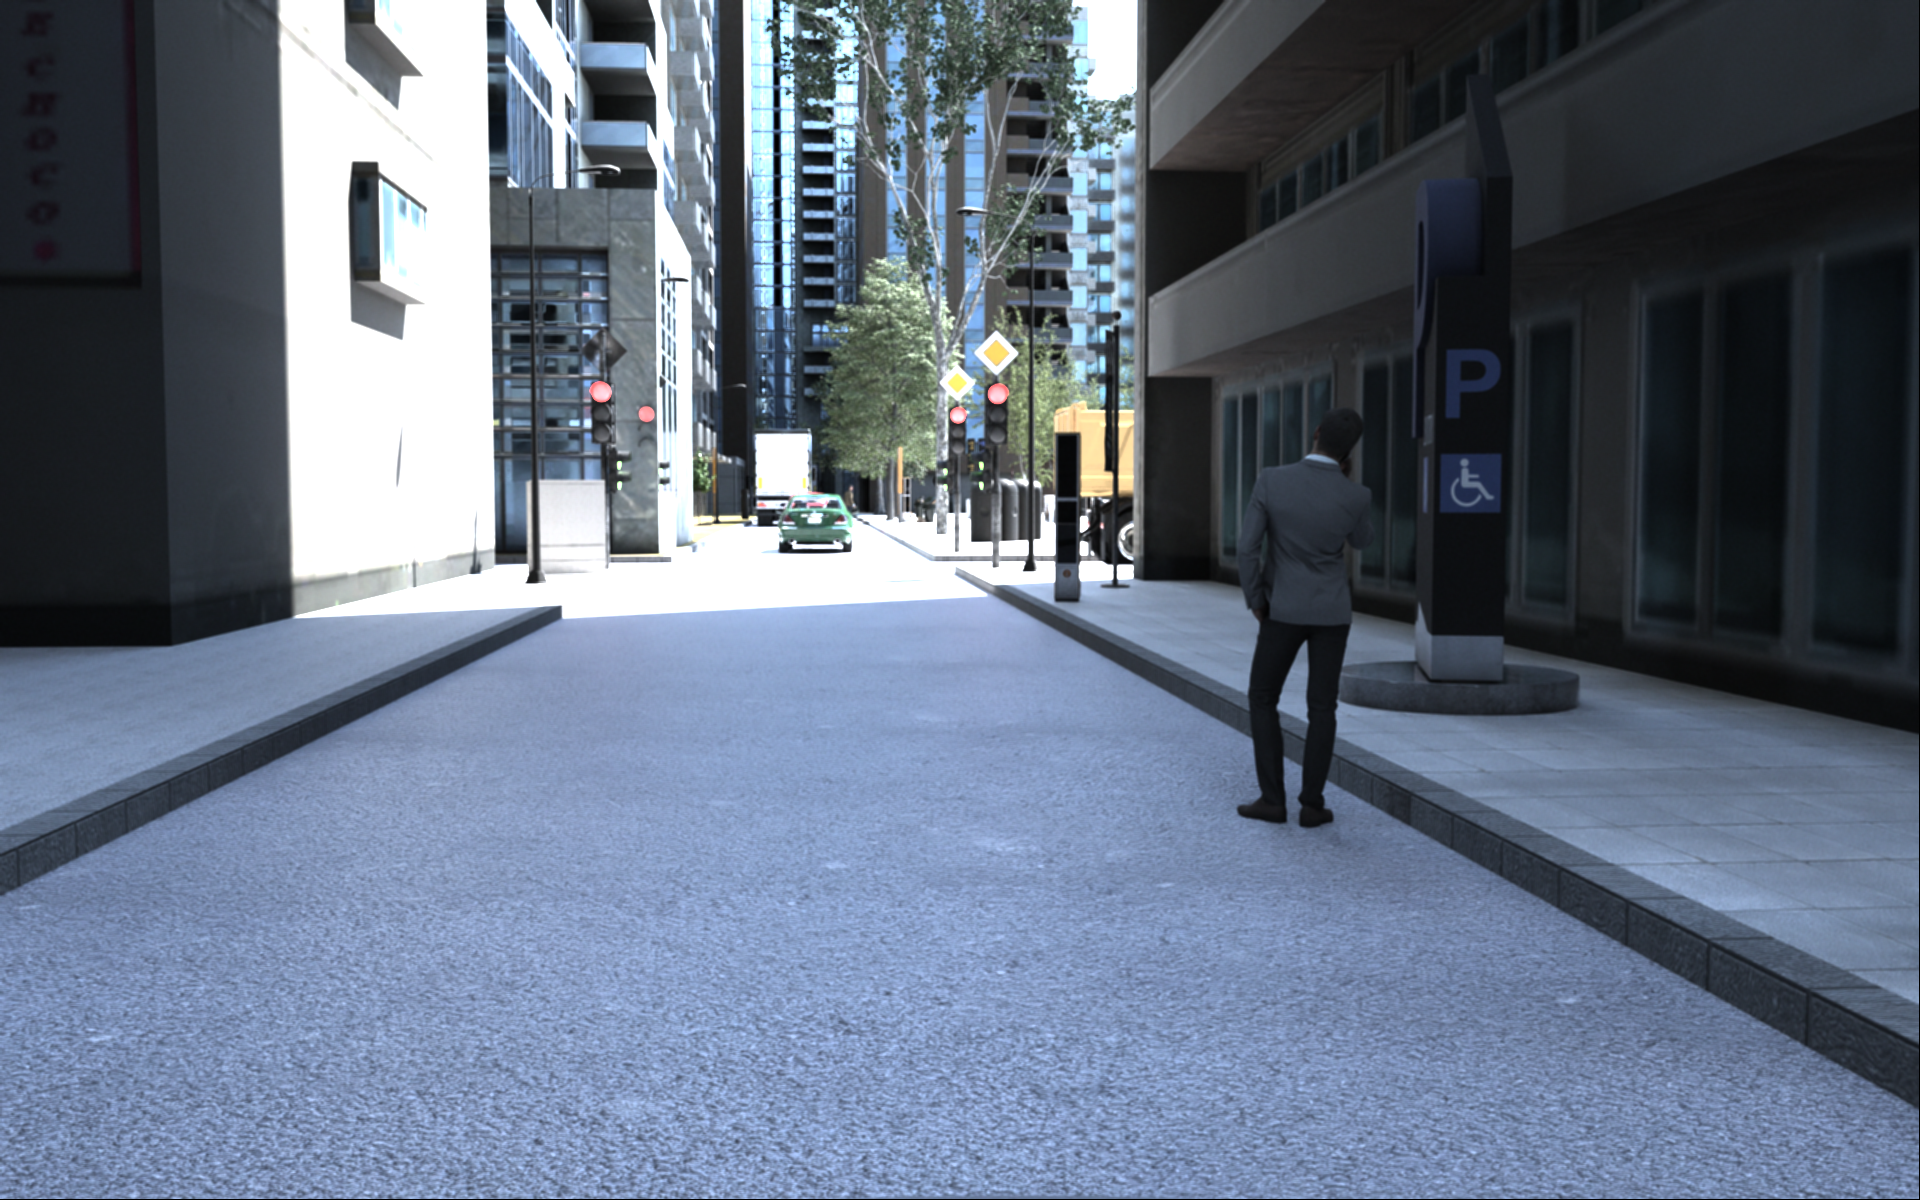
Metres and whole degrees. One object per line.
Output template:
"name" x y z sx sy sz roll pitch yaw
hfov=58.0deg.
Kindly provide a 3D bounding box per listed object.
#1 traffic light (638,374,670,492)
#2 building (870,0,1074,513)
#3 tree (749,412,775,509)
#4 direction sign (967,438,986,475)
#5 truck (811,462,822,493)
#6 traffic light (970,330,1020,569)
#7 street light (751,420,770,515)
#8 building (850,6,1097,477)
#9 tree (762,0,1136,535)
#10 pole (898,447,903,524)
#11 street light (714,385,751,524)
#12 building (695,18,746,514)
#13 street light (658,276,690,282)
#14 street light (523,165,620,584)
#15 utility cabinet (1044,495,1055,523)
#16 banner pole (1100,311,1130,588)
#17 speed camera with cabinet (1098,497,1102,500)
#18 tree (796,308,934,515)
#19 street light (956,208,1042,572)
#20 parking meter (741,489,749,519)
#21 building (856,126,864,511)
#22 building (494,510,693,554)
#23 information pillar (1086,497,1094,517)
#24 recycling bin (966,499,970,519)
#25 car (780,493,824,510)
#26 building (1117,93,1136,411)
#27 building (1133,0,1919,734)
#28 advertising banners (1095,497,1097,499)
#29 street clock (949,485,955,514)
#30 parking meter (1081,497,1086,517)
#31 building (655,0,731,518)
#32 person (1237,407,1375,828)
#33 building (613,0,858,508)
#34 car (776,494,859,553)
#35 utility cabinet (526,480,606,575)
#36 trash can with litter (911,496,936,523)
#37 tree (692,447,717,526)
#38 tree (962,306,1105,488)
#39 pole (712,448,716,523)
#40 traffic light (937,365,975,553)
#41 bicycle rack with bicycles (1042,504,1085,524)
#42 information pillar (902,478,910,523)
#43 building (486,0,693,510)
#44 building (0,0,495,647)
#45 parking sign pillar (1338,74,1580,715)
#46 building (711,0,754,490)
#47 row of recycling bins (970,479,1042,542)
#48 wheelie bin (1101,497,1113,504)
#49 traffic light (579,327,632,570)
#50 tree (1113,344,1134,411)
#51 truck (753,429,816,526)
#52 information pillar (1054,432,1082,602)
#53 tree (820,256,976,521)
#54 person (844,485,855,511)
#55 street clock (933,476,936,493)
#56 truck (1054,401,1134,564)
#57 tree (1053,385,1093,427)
"traffic light" -6.667 -2.951 37.163 0.839 4.253 0.868 0 4 -5
"building" -0.092 -28.878 122.260 14.600 45.320 14.200 0 4 -5
"tree" -18.796 -12.809 159.791 4.737 8.622 4.395 0 3 0
"direction sign" 0.676 -4.809 70.624 0.876 3.537 0.379 2 4 33
"truck" -13.973 -10.253 156.555 2.839 4.237 11.283 0 4 -4
"traffic light" 0.601 -2.499 29.785 0.839 4.253 0.868 0 4 -5
"street light" -12.586 -8.322 108.610 1.470 5.913 1.316 0 4 -5
"building" 0.977 -33.893 173.763 23.786 49.044 30.456 0 4 -5
"tree" 0.719 -12.057 53.029 12.611 20.169 13.585 0 3 0
"pole" -2.595 -4.961 74.949 0.158 3.312 0.155 0 3 0
"street light" -9.799 -6.185 73.662 1.470 5.913 1.316 0 4 -5
"building" -25.587 -41.702 120.080 20.563 71.187 20.611 0 4 -5
"street light" -6.462 -3.947 37.072 1.470 5.913 1.316 0 4 -5
"street light" -5.507 -3.184 24.597 1.470 5.913 1.316 0 4 -5
"utility cabinet" 4.150 -4.011 76.745 0.306 1.237 1.020 3 5 41
"banner pole" 2.065 -2.051 23.552 0.401 3.779 0.863 1 4 19
"speed camera with cabinet" 6.406 -4.709 71.330 0.660 3.252 2.038 3 4 36
"tree" -4.922 -11.514 105.264 9.611 12.733 9.660 0 3 0
"street light" 0.630 -3.410 28.294 1.470 5.913 1.316 0 4 -5
"parking meter" -10.999 -4.908 88.652 0.372 1.533 0.369 0 3 0
"building" -1.198 -22.330 136.797 14.160 30.474 14.107 0 4 -5
"building" -18.862 -45.025 48.837 22.319 86.520 31.000 0 4 -5
"information pillar" 6.912 -5.355 92.053 0.304 2.012 0.304 2 4 27
"recycling bin" 0.784 -4.631 88.265 0.722 1.027 0.722 2 4 28
"car" -5.480 -3.296 62.922 2.155 1.783 4.494 0 4 -3
"building" 21.516 -36.116 210.108 30.456 49.044 23.786 0 4 -5
"building" 14.148 -23.962 15.481 21.300 48.544 21.600 0 4 -5
"advertising banners" 8.173 -6.530 102.951 0.090 3.025 2.074 3 4 36
"street clock" -0.597 -6.607 112.590 0.471 2.002 0.358 -1 4 -15
"parking meter" 7.029 -5.633 97.815 0.255 1.863 0.399 3 5 44
"building" -24.202 -28.668 88.322 23.786 49.044 30.456 0 4 -5
"person" 1.493 0.069 7.548 0.592 1.802 0.473 1 4 20
"building" -23.579 -54.540 204.395 31.000 86.520 22.319 0 4 -5
"car" -3.604 -1.947 43.637 2.131 1.459 4.920 0 4 -3
"utility cabinet" -6.199 -1.137 27.264 1.173 1.500 0.318 -2 4 -29
"trash can with litter" -1.466 -3.951 75.985 0.624 1.170 1.055 3 5 40
"tree" -10.373 -4.579 69.464 1.663 3.219 1.824 0 3 0
"tree" 2.360 -7.125 66.851 4.737 8.622 4.395 0 3 0
"pole" -10.827 -5.052 76.437 0.158 3.312 0.155 0 3 0
"traffic light" -0.081 -2.986 37.741 0.839 4.253 0.868 0 4 -5
"bicycle rack with bicycles" 4.530 -4.093 80.301 2.852 0.926 2.925 -1 4 -21
"information pillar" -2.416 -4.459 77.397 0.304 2.012 0.304 -2 4 -30
"building" -35.319 -52.638 173.301 31.000 86.520 22.319 0 4 -5
"building" -17.476 -24.027 16.550 21.600 48.544 21.300 0 4 -5
"parking sign pillar" 3.075 -1.355 10.626 1.447 3.967 1.447 1 4 11
"building" -23.840 -29.868 138.455 14.600 45.320 14.200 0 4 -5
"row of recycling bins" 1.330 -2.464 47.391 1.069 1.692 3.534 2 4 26
"wheelie bin" 5.567 -3.372 63.045 0.980 1.594 0.693 3 5 43
"traffic light" -5.985 -2.464 29.207 0.839 4.253 0.868 0 4 -5
"tree" 8.678 -7.981 80.849 4.737 8.622 4.395 0 3 0
"truck" -8.113 -5.584 80.214 2.839 4.237 11.283 0 4 -5
"information pillar" 1.290 -0.992 20.713 0.304 2.012 0.304 0 4 7
"tree" -2.954 -10.083 82.989 7.486 12.596 7.792 0 3 0
"person" -4.962 -4.240 77.742 0.656 1.842 0.836 1 4 20
"street clock" -0.745 -3.622 63.794 0.471 2.002 0.358 1 4 10
"truck" 6.823 -2.311 33.703 9.791 3.379 3.469 0 4 -4
"tree" 7.630 -9.862 111.606 4.360 8.622 3.978 0 3 0
